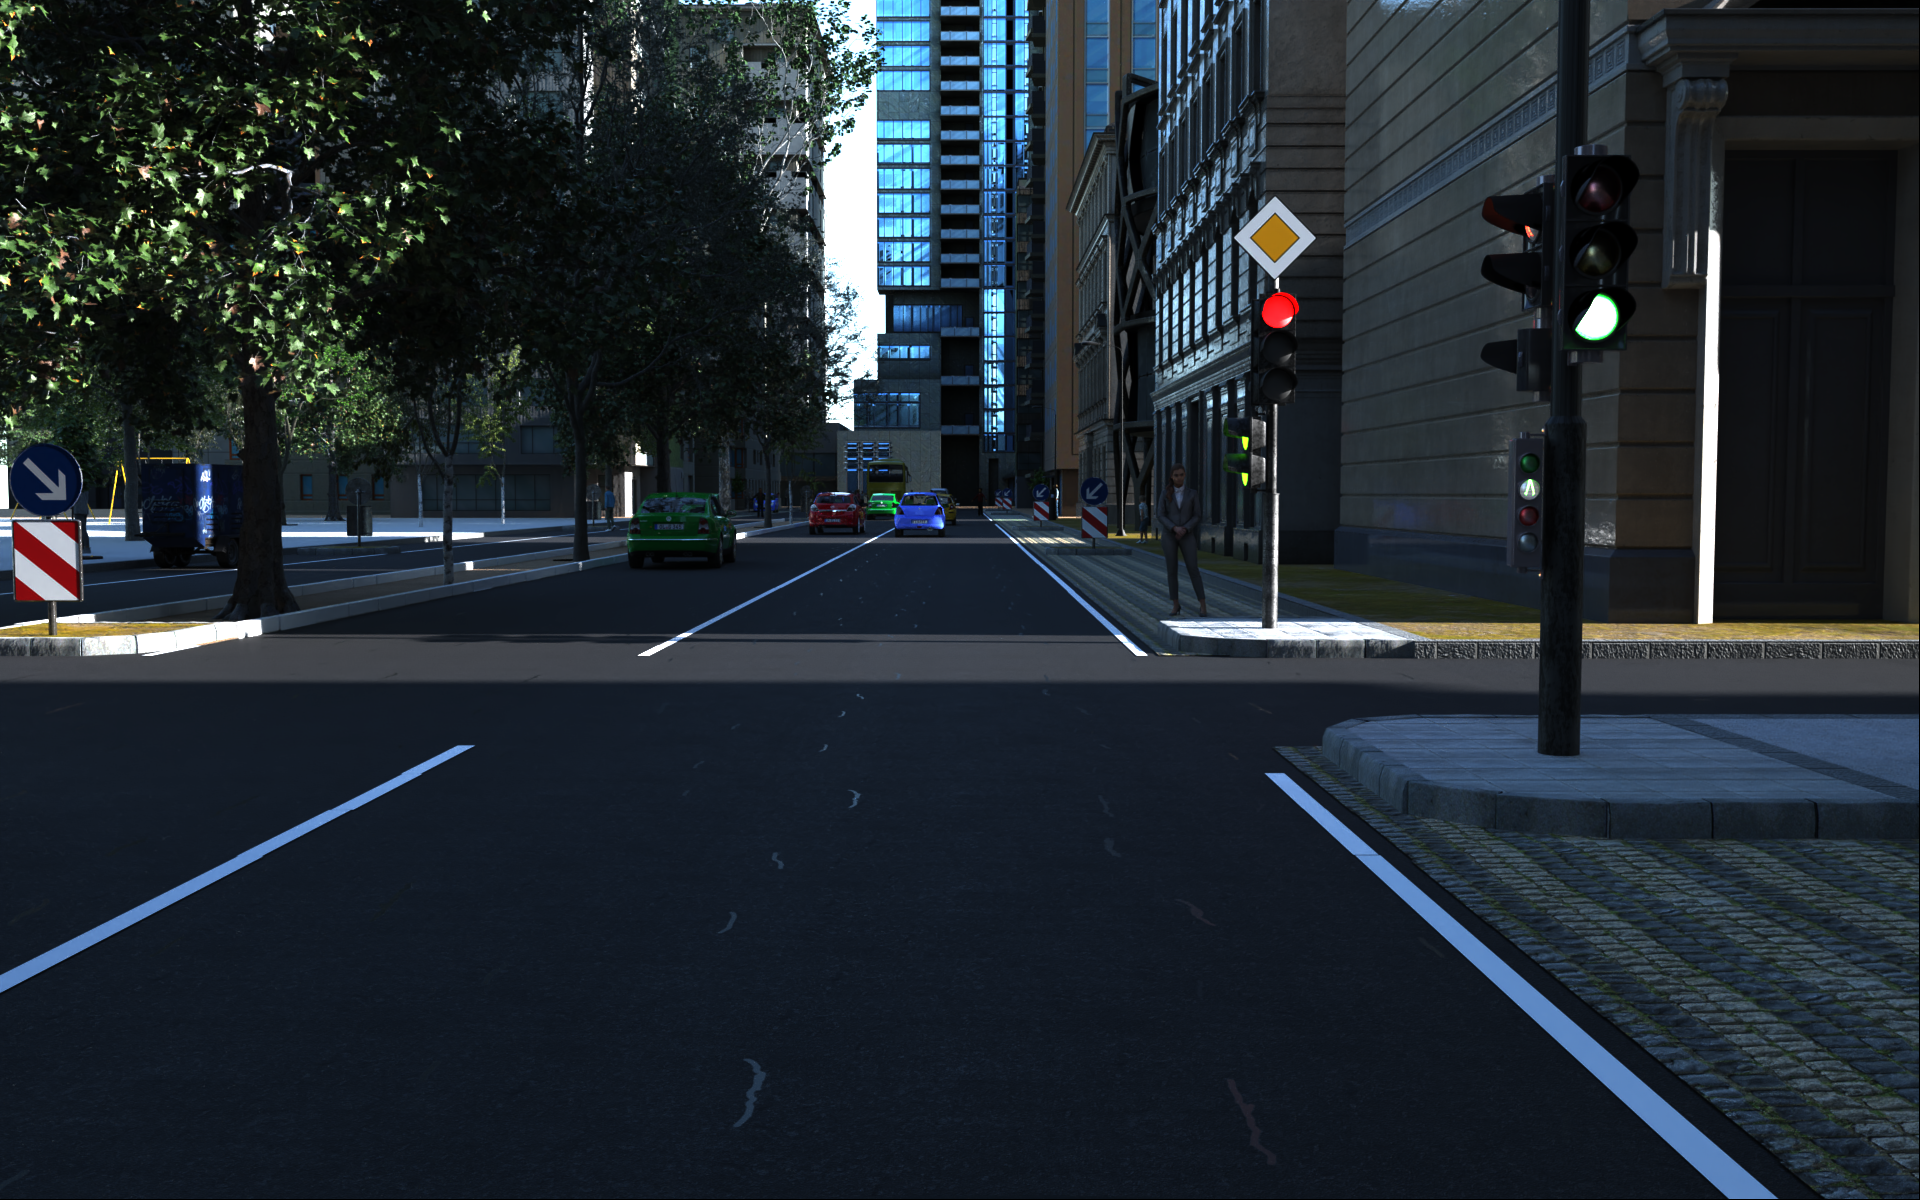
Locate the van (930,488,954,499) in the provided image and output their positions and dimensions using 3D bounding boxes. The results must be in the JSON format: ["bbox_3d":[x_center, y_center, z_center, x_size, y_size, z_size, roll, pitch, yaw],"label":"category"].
[{"bbox_3d":[-1.475,-7.293,126.251,2.013,2.044,4.112,0,4,2],"label":"van"}]

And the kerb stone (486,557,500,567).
[{"bbox_3d":[-9.283,-0.723,34.016,0.120,0.150,1.000,0,3,0],"label":"kerb stone"}]

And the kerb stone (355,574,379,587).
[{"bbox_3d":[-9.281,-0.285,26.856,0.120,0.150,1.000,0,3,0],"label":"kerb stone"}]

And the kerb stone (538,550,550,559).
[{"bbox_3d":[-9.265,-0.974,38.119,0.120,0.150,1.000,0,3,0],"label":"kerb stone"}]

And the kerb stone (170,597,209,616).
[{"bbox_3d":[-9.295,0.092,20.708,0.120,0.150,1.000,0,3,0],"label":"kerb stone"}]

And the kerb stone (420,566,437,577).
[{"bbox_3d":[-9.289,-0.473,29.923,0.120,0.150,1.000,0,3,0],"label":"kerb stone"}]

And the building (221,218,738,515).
[{"bbox_3d":[-31.475,-16.859,120.691,27.650,21.520,28.899,0,3,0],"label":"building"}]

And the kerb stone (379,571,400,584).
[{"bbox_3d":[-9.272,-0.348,27.878,0.120,0.150,1.000,0,3,0],"label":"kerb stone"}]

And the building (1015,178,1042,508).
[{"bbox_3d":[12.097,-23.787,160.613,14.160,30.474,14.107,0,3,0],"label":"building"}]

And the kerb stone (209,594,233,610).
[{"bbox_3d":[-9.286,0.028,21.730,0.120,0.150,1.000,0,3,0],"label":"kerb stone"}]

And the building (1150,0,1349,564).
[{"bbox_3d":[10.130,-11.662,39.818,9.793,20.994,18.267,0,3,0],"label":"building"}]

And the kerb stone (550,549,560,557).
[{"bbox_3d":[-9.273,-1.037,39.155,0.120,0.150,1.000,0,3,0],"label":"kerb stone"}]

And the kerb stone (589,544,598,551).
[{"bbox_3d":[-9.261,-1.288,43.258,0.120,0.150,1.000,0,3,0],"label":"kerb stone"}]

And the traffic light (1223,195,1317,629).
[{"bbox_3d":[2.946,-1.685,16.466,0.839,4.253,0.868,0,3,0],"label":"traffic light"}]

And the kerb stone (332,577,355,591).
[{"bbox_3d":[-9.290,-0.222,25.828,0.120,0.150,1.000,0,3,0],"label":"kerb stone"}]

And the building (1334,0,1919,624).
[{"bbox_3d":[16.154,-14.470,22.482,20.117,28.700,13.634,0,3,0],"label":"building"}]

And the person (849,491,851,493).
[{"bbox_3d":[-9.597,-8.680,151.350,0.756,1.711,0.436,0,3,0],"label":"person"}]

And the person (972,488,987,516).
[{"bbox_3d":[1.306,-6.375,112.692,1.348,1.831,0.705,3,5,43],"label":"person"}]

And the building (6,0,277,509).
[{"bbox_3d":[-71.588,-43.959,156.985,20.611,71.187,20.563,0,3,0],"label":"building"}]

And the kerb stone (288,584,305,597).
[{"bbox_3d":[-9.284,-0.097,23.775,0.120,0.150,1.000,0,3,0],"label":"kerb stone"}]

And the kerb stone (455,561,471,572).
[{"bbox_3d":[-9.274,-0.598,31.972,0.120,0.150,1.000,0,3,0],"label":"kerb stone"}]

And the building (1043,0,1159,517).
[{"bbox_3d":[13.435,-28.569,117.218,14.600,45.320,14.200,0,3,0],"label":"building"}]

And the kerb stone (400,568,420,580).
[{"bbox_3d":[-9.275,-0.410,28.900,0.120,0.150,1.000,0,3,0],"label":"kerb stone"}]

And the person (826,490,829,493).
[{"bbox_3d":[-10.204,-7.558,133.010,0.756,1.711,0.436,-3,5,-39],"label":"person"}]

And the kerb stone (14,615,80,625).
[{"bbox_3d":[-9.300,0.281,17.637,0.120,0.150,1.000,0,3,0],"label":"kerb stone"}]

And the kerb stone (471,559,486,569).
[{"bbox_3d":[-9.277,-0.660,32.994,0.120,0.150,1.000,0,3,0],"label":"kerb stone"}]

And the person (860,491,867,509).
[{"bbox_3d":[-9.012,-9.171,159.232,1.217,1.735,0.721,0,4,4],"label":"person"}]

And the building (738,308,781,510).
[{"bbox_3d":[-31.832,-18.882,153.762,28.899,21.520,27.650,0,3,0],"label":"building"}]

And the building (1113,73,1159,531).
[{"bbox_3d":[13.994,-11.986,63.431,16.820,18.784,16.811,0,3,0],"label":"building"}]

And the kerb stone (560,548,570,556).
[{"bbox_3d":[-9.273,-1.100,40.179,0.120,0.150,1.000,0,3,0],"label":"kerb stone"}]

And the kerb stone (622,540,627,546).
[{"bbox_3d":[-9.263,-1.536,47.353,0.120,0.150,1.000,0,3,0],"label":"kerb stone"}]

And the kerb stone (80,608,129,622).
[{"bbox_3d":[-9.286,0.216,18.661,0.120,0.150,1.000,0,3,0],"label":"kerb stone"}]

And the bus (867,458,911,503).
[{"bbox_3d":[-4.893,-7.804,119.136,2.896,3.916,12.252,0,4,-1],"label":"bus"}]

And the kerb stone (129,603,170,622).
[{"bbox_3d":[-9.293,0.156,19.683,0.120,0.150,1.000,0,3,0],"label":"kerb stone"}]

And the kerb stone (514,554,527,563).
[{"bbox_3d":[-9.268,-0.847,36.072,0.120,0.150,1.000,0,3,0],"label":"kerb stone"}]

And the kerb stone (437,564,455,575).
[{"bbox_3d":[-9.279,-0.535,30.945,0.120,0.150,1.000,0,3,0],"label":"kerb stone"}]

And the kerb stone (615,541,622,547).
[{"bbox_3d":[-9.265,-1.476,46.331,0.120,0.150,1.000,0,3,0],"label":"kerb stone"}]

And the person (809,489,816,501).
[{"bbox_3d":[-11.054,-7.434,130.137,0.705,1.812,1.348,2,4,32],"label":"person"}]

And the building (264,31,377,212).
[{"bbox_3d":[-54.180,-31.216,160.491,14.200,45.320,14.600,0,3,0],"label":"building"}]

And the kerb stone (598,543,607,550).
[{"bbox_3d":[-9.263,-1.351,44.286,0.120,0.150,1.000,0,3,0],"label":"kerb stone"}]

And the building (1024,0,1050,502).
[{"bbox_3d":[16.478,-29.609,138.725,22.147,44.769,28.867,0,3,0],"label":"building"}]

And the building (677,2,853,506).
[{"bbox_3d":[-26.222,-36.654,188.537,27.495,52.752,28.713,0,3,0],"label":"building"}]

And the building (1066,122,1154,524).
[{"bbox_3d":[10.824,-13.287,81.874,10.561,19.102,19.286,0,3,0],"label":"building"}]

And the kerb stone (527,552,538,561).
[{"bbox_3d":[-9.273,-0.911,37.095,0.120,0.150,1.000,0,3,0],"label":"kerb stone"}]

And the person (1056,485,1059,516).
[{"bbox_3d":[5.149,-5.360,93.760,0.705,1.814,1.350,0,4,-6],"label":"person"}]

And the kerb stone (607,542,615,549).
[{"bbox_3d":[-9.259,-1.412,45.309,0.120,0.150,1.000,0,3,0],"label":"kerb stone"}]

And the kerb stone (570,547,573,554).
[{"bbox_3d":[-9.272,-1.163,41.210,0.120,0.150,1.000,0,3,0],"label":"kerb stone"}]

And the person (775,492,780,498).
[{"bbox_3d":[-16.858,-9.132,158.587,0.697,1.427,0.421,0,4,2],"label":"person"}]

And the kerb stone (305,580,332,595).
[{"bbox_3d":[-9.282,-0.157,24.806,0.120,0.150,1.000,0,3,0],"label":"kerb stone"}]

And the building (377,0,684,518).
[{"bbox_3d":[-24.053,-25.384,98.629,14.154,41.232,14.086,0,3,0],"label":"building"}]

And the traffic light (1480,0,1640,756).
[{"bbox_3d":[0.845,-2.060,8.341,4.771,5.953,1.251,0,3,0],"label":"traffic light"}]

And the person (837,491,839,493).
[{"bbox_3d":[-11.659,-9.529,165.001,1.217,1.736,0.721,2,4,30],"label":"person"}]

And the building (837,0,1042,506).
[{"bbox_3d":[3.022,-53.342,184.811,31.000,86.520,22.319,0,3,0],"label":"building"}]

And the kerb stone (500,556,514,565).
[{"bbox_3d":[-9.268,-0.786,35.050,0.120,0.150,1.000,0,3,0],"label":"kerb stone"}]
